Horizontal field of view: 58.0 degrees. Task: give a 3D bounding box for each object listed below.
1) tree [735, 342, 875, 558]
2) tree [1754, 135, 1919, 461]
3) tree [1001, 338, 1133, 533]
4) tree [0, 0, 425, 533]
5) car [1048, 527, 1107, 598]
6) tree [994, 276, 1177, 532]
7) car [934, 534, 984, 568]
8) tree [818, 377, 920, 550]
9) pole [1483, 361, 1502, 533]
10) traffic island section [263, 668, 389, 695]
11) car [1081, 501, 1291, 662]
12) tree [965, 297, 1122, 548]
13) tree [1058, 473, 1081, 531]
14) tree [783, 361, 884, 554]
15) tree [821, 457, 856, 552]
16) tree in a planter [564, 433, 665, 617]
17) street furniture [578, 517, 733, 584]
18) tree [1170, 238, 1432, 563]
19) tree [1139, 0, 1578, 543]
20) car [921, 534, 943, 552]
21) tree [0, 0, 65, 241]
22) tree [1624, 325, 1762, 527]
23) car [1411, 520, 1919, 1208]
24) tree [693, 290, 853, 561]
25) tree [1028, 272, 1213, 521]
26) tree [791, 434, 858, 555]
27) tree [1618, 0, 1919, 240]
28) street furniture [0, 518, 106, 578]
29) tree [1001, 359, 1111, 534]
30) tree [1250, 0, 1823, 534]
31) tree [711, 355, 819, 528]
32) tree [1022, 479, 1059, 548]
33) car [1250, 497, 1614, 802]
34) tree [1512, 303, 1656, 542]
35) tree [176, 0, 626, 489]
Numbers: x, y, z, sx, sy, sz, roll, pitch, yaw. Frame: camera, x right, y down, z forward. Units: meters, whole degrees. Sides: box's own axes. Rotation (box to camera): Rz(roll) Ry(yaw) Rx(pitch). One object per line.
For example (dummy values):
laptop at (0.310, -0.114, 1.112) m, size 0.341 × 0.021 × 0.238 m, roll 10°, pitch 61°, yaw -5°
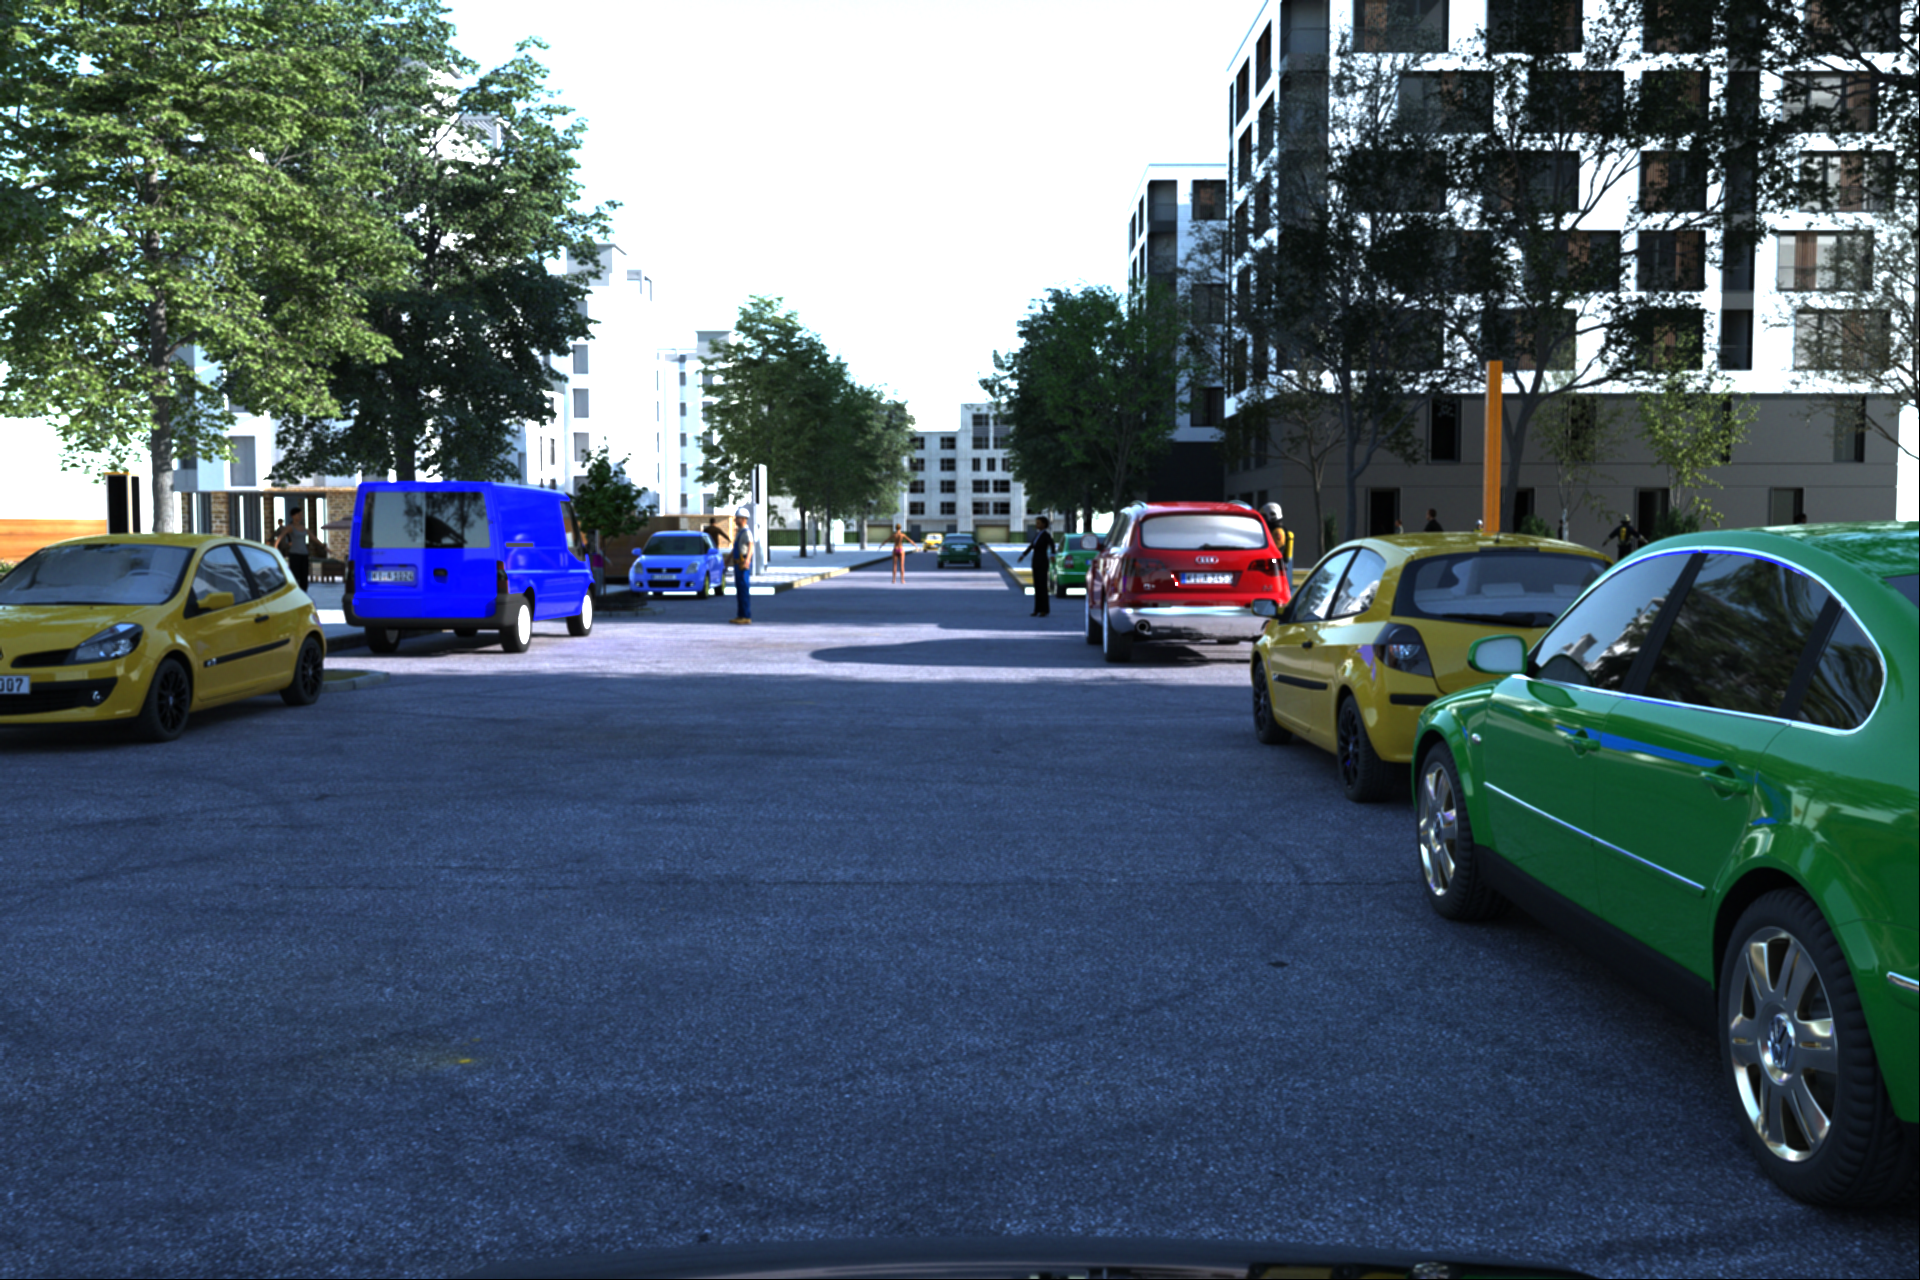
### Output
tree at (-8.512, -10.292, 94.029) m, size 9.928 × 11.665 × 9.643 m, roll 0°, pitch 3°, yaw 0°
tree at (28.355, -8.516, 49.614) m, size 12.009 × 13.543 × 11.850 m, roll 0°, pitch 3°, yaw 0°
tree at (5.968, -10.967, 97.440) m, size 7.486 × 12.596 × 7.792 m, roll 0°, pitch 3°, yaw 0°
tree at (-12.265, -6.627, 26.481) m, size 7.486 × 12.596 × 7.792 m, roll 0°, pitch 3°, yaw 0°
car at (3.007, -1.917, 40.144) m, size 1.959 × 1.807 × 4.718 m, roll 0°, pitch 4°, yaw -1°
tree at (6.408, -10.950, 85.685) m, size 9.857 × 13.997 × 8.962 m, roll 0°, pitch 3°, yaw 0°
car at (-0.037, -3.778, 73.569) m, size 2.131 × 1.459 × 4.920 m, roll 0°, pitch 3°, yaw 0°
tree at (-7.897, -14.255, 139.720) m, size 9.857 × 13.997 × 8.962 m, roll 0°, pitch 3°, yaw 0°
pole at (6.298, -1.632, 20.526) m, size 0.158 × 3.312 × 0.155 m, roll 0°, pitch 3°, yaw 0°
traffic island section at (-6.548, 0.397, 16.369) m, size 1.991 × 0.108 × 1.994 m, roll 0°, pitch 4°, yaw 1°
car at (2.636, -0.748, 20.903) m, size 2.281 × 1.827 × 5.304 m, roll 0°, pitch 4°, yaw 0°
tree at (6.743, -17.383, 140.106) m, size 12.611 × 20.169 × 13.585 m, roll 0°, pitch 3°, yaw 0°
tree at (7.146, -10.040, 114.511) m, size 4.360 × 8.622 × 3.978 m, roll 0°, pitch 3°, yaw 0°
tree at (-8.627, -11.924, 113.082) m, size 7.486 × 12.596 × 7.792 m, roll 0°, pitch 3°, yaw 0°
tree at (-8.892, -10.418, 120.689) m, size 4.737 × 8.622 × 4.395 m, roll 0°, pitch 3°, yaw 0°
tree in a planter at (-6.357, -2.058, 30.865) m, size 1.991 × 3.239 × 1.994 m, roll 0°, pitch 4°, yaw 1°
street furniture at (-9.140, -2.494, 47.639) m, size 9.812 × 1.723 × 11.010 m, roll -1°, pitch 4°, yaw -15°
tree at (10.844, -7.238, 52.758) m, size 8.767 × 10.594 × 7.601 m, roll -3°, pitch 5°, yaw -43°
tree at (9.125, -7.907, 39.658) m, size 12.009 × 13.543 × 11.850 m, roll 0°, pitch 3°, yaw 0°
car at (-2.049, -7.824, 138.142) m, size 2.015 × 1.641 × 3.980 m, roll 0°, pitch 4°, yaw 1°
tree at (-11.941, -5.957, 15.524) m, size 7.486 × 12.596 × 7.792 m, roll 0°, pitch 3°, yaw 0°
tree at (24.682, -6.656, 59.195) m, size 4.737 × 8.622 × 4.395 m, roll 0°, pitch 3°, yaw 0°
car at (2.649, 0.228, 5.064) m, size 1.959 × 1.807 × 4.718 m, roll 0°, pitch 3°, yaw 0°
tree at (-8.748, -9.973, 81.186) m, size 7.486 × 12.596 × 7.792 m, roll 0°, pitch 3°, yaw 0°
tree at (6.307, -8.716, 68.255) m, size 9.928 × 11.665 × 9.643 m, roll 0°, pitch 3°, yaw 0°
tree at (-9.042, -9.453, 104.919) m, size 4.360 × 8.622 × 3.978 m, roll 0°, pitch 3°, yaw 0°
tree at (8.571, -4.793, 12.771) m, size 7.601 × 10.594 × 8.767 m, roll -3°, pitch 5°, yaw -41°
street furniture at (-28.164, -2.566, 48.809) m, size 11.010 × 1.723 × 9.812 m, roll 3°, pitch 5°, yaw 45°
tree at (6.265, -11.591, 107.644) m, size 7.486 × 12.596 × 7.792 m, roll 0°, pitch 3°, yaw 0°
tree at (9.000, -5.736, 28.188) m, size 8.767 × 10.594 × 7.601 m, roll 0°, pitch 4°, yaw -2°
tree at (-8.305, -7.434, 71.903) m, size 4.737 × 8.622 × 4.395 m, roll 0°, pitch 3°, yaw 0°
tree at (6.696, -10.911, 128.758) m, size 4.737 × 8.622 × 4.395 m, roll 0°, pitch 3°, yaw 0°
car at (2.900, -0.028, 10.680) m, size 2.015 × 1.641 × 3.980 m, roll 0°, pitch 4°, yaw -1°
tree at (18.882, -6.342, 54.056) m, size 4.360 × 8.622 × 3.978 m, roll 0°, pitch 3°, yaw 0°
tree at (-12.334, -8.054, 38.344) m, size 9.857 × 13.997 × 8.962 m, roll 0°, pitch 3°, yaw 0°
